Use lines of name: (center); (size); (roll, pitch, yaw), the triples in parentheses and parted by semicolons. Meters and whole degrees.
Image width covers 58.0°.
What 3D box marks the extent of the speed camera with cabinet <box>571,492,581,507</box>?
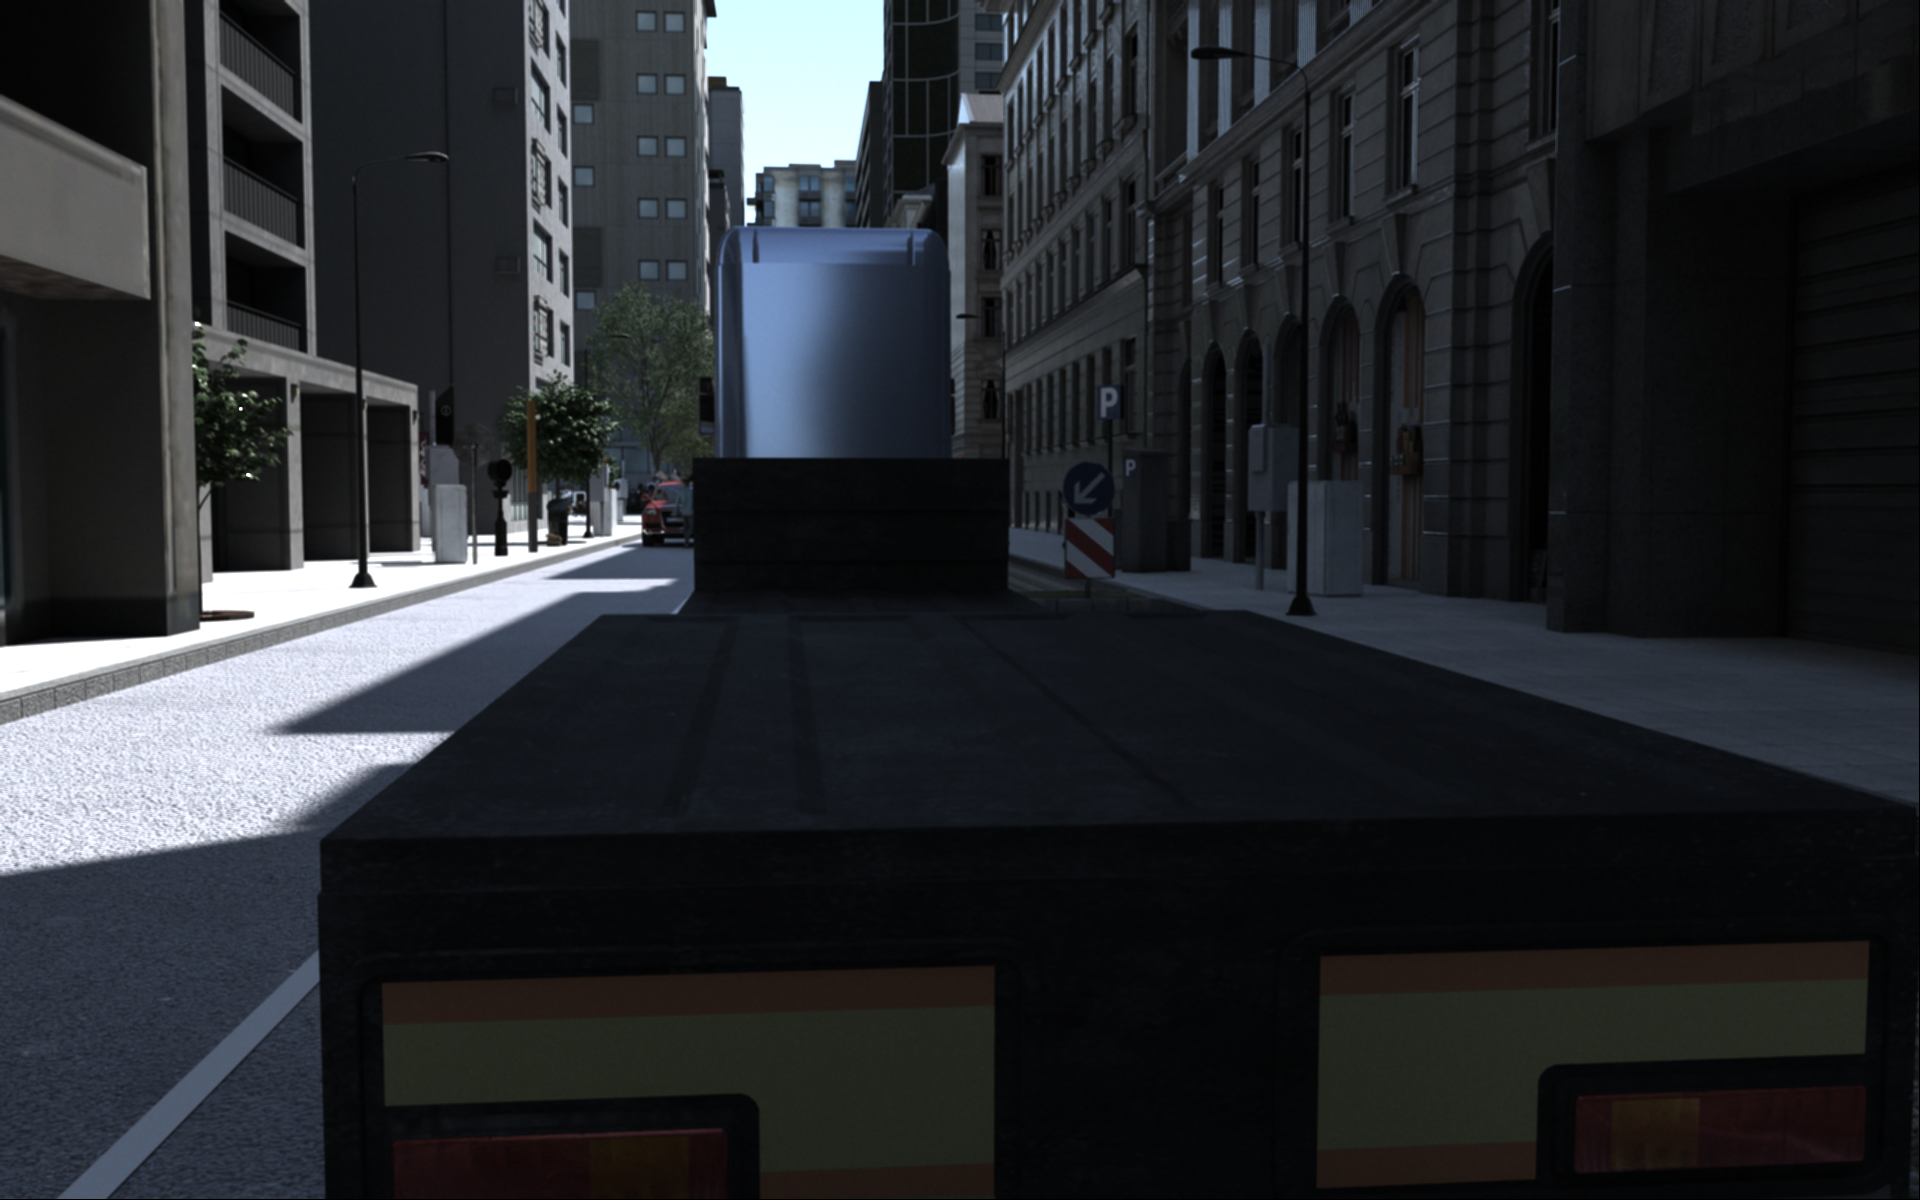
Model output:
speed camera with cabinet: (-27.493, -8.120, 127.091); (2.038, 3.252, 0.660); (-3, 5, -41)

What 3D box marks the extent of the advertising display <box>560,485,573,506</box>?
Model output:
advertising display: (-28.197, -7.275, 124.165); (0.974, 1.923, 0.123); (1, 4, 14)

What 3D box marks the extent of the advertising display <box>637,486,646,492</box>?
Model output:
advertising display: (-26.000, -8.319, 141.226); (0.974, 1.923, 0.123); (3, 5, 42)

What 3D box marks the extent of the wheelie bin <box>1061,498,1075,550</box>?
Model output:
wheelie bin: (2.671, -1.915, 39.217); (0.693, 1.594, 0.980); (-1, 4, -9)

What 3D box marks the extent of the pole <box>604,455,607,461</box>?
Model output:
pole: (-18.707, -5.967, 91.407); (0.158, 3.312, 0.155); (0, 3, 0)

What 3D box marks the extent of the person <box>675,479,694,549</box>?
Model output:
person: (-7.238, -2.286, 45.739); (0.638, 1.841, 0.748); (1, 4, 18)

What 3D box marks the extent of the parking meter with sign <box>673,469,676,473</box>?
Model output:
parking meter with sign: (-19.099, -7.625, 120.925); (1.738, 3.016, 0.543); (0, 4, -1)

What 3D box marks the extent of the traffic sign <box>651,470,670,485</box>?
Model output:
traffic sign: (-12.233, -4.104, 70.746); (0.795, 2.450, 0.064); (0, 4, -5)

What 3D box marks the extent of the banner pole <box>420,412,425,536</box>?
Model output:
banner pole: (-16.534, -3.829, 52.622); (0.863, 3.779, 0.401); (-2, 4, -35)

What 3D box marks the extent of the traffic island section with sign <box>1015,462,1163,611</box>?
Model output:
traffic island section with sign: (1.399, -0.812, 21.912); (1.989, 1.847, 2.006); (0, 4, -5)

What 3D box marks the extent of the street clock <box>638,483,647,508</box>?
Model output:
street clock: (-21.208, -6.756, 115.038); (0.358, 2.002, 0.471); (0, 4, 1)

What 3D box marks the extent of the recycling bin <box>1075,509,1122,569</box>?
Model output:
recycling bin: (2.439, -1.057, 29.843); (0.722, 1.027, 0.722); (2, 4, 28)

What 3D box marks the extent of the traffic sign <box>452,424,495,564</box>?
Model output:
traffic sign: (-8.849, -1.922, 31.529); (0.768, 2.556, 0.104); (0, 4, -1)

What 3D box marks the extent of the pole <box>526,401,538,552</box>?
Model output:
pole: (-9.400, -2.703, 38.040); (0.158, 3.312, 0.155); (0, 3, 0)

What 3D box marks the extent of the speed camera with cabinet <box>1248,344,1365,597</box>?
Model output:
speed camera with cabinet: (4.456, -1.716, 22.386); (0.660, 3.252, 2.038); (-1, 4, -19)

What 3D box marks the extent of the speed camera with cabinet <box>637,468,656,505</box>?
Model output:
speed camera with cabinet: (-24.176, -8.439, 132.315); (2.038, 3.252, 0.660); (0, 4, 5)

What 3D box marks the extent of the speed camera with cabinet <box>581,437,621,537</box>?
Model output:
speed camera with cabinet: (-10.850, -3.548, 52.353); (0.660, 3.252, 2.038); (0, 4, -1)

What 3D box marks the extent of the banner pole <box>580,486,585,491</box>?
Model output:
banner pole: (-30.463, -9.179, 140.090); (0.401, 3.779, 0.863); (2, 4, 28)

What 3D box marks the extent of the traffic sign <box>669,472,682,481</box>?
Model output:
traffic sign: (-12.985, -4.590, 78.695); (0.795, 2.450, 0.064); (0, 4, -5)

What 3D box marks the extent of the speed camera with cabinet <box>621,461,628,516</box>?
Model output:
speed camera with cabinet: (-20.450, -6.612, 102.436); (2.038, 3.252, 0.660); (3, 5, 45)

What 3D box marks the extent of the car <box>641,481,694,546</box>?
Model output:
car: (-7.821, -2.474, 49.116); (2.281, 1.827, 5.304); (0, 4, -5)

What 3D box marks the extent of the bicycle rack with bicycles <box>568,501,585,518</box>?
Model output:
bicycle rack with bicycles: (-22.157, -5.003, 95.176); (2.852, 0.926, 2.925); (-2, 4, -32)

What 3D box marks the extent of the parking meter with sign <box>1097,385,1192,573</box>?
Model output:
parking meter with sign: (3.056, -1.963, 28.348); (1.738, 3.016, 0.543); (-3, 4, -39)

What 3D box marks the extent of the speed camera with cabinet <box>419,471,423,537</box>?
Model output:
speed camera with cabinet: (-15.665, -3.453, 50.797); (0.660, 3.252, 2.038); (2, 4, 28)

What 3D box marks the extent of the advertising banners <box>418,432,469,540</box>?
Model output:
advertising banners: (-14.484, -3.194, 48.413); (2.074, 3.025, 0.090); (2, 4, 34)

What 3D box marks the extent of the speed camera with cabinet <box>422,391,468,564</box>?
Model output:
speed camera with cabinet: (-9.675, -2.342, 32.622); (0.660, 3.252, 2.038); (-1, 4, -21)

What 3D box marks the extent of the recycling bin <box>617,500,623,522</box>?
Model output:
recycling bin: (-15.815, -4.063, 78.977); (0.722, 1.027, 0.722); (-2, 4, -31)

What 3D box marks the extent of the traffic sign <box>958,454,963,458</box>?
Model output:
traffic sign: (0.013, -3.427, 56.029); (0.884, 2.594, 0.081); (0, 4, -2)

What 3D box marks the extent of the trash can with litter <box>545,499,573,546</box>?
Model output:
trash can with litter: (-9.927, -1.924, 42.838); (0.624, 1.170, 1.055); (0, 4, -6)

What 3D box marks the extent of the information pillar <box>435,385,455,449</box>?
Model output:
information pillar: (-11.080, -2.806, 37.225); (0.504, 3.616, 0.183); (0, 4, 5)

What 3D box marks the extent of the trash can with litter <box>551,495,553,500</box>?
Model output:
trash can with litter: (-30.662, -7.212, 128.972); (2.233, 1.210, 1.678); (-1, 4, -23)

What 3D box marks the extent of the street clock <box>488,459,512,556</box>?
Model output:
street clock: (-9.505, -1.912, 35.831); (0.358, 2.002, 0.471); (2, 4, 33)

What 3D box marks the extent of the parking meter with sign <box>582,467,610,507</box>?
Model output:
parking meter with sign: (-23.718, -7.127, 112.782); (1.738, 3.016, 0.543); (0, 4, 3)
